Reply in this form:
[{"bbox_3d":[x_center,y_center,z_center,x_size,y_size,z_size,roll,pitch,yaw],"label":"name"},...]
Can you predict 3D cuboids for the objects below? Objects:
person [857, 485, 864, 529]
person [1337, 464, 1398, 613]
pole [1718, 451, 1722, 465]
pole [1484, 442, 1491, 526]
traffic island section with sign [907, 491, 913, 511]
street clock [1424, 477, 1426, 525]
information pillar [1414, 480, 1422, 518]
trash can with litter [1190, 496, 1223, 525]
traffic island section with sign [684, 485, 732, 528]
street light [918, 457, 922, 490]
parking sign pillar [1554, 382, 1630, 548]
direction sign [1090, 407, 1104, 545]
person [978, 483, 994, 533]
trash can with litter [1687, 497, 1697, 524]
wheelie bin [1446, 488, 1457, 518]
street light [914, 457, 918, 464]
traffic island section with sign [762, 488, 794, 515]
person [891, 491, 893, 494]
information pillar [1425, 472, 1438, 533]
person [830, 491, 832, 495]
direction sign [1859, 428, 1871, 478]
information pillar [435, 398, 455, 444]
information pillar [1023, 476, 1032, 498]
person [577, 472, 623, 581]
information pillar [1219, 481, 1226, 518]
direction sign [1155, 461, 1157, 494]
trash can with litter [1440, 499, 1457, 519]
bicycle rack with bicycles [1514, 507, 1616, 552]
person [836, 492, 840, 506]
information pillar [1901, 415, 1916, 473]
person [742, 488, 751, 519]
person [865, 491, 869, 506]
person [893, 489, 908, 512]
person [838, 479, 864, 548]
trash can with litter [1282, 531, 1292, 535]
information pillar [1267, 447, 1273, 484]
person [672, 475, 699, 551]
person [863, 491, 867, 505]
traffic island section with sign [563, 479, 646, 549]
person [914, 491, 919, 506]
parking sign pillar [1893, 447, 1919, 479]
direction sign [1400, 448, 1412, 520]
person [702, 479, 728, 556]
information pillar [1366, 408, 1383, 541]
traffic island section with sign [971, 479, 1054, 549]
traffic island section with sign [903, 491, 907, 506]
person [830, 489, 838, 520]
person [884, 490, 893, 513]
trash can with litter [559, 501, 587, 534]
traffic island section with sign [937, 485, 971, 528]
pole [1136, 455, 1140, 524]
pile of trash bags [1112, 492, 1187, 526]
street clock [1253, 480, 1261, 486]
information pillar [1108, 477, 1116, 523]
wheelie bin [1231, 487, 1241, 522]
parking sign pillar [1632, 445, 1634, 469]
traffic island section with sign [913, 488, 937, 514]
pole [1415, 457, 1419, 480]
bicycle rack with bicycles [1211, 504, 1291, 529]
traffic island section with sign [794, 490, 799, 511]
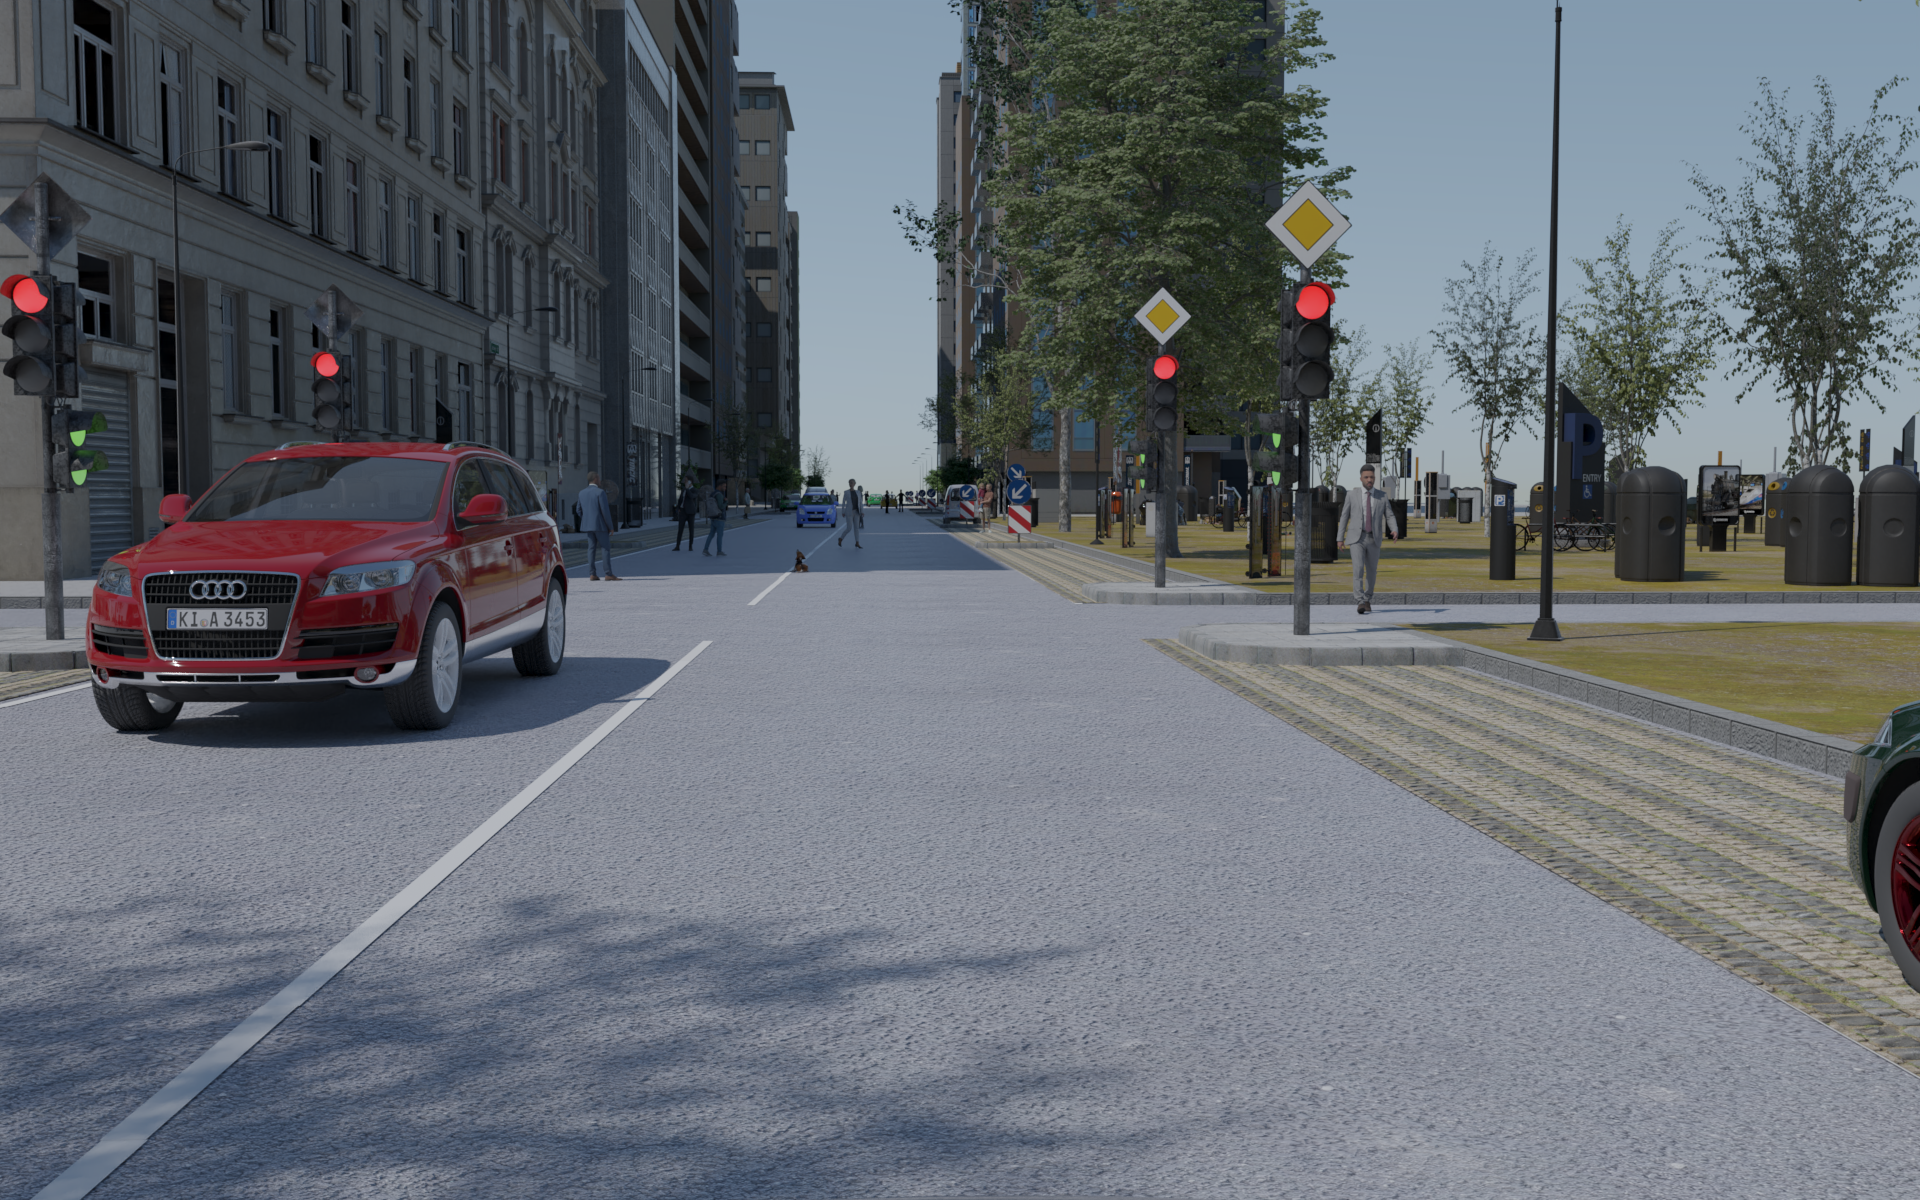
[{"bbox_3d":[-4.248,-3.882,72.148,0.526,1.800,0.537,1,4,21],"label":"person"},{"bbox_3d":[4.904,-0.740,20.878,0.678,1.792,0.850,0,4,5],"label":"person"},{"bbox_3d":[35.890,-5.384,81.866,0.158,3.312,0.155,0,3,0],"label":"pole"},{"bbox_3d":[20.865,-4.565,68.480,0.158,3.312,0.155,0,3,0],"label":"pole"},{"bbox_3d":[-3.406,-8.685,150.621,1.989,1.847,2.006,0,4,-3],"label":"traffic island section with sign"},{"bbox_3d":[19.498,-4.137,72.206,0.358,2.002,0.471,0,4,-1],"label":"street clock"},{"bbox_3d":[24.167,-5.319,91.465,0.304,2.012,0.304,0,4,-8],"label":"information pillar"},{"bbox_3d":[10.697,-3.797,73.139,1.678,1.210,2.233,-1,4,-14],"label":"trash can with litter"},{"bbox_3d":[-10.654,-3.941,73.062,1.989,1.847,2.006,0,4,-3],"label":"traffic island section with sign"},{"bbox_3d":[-3.755,-13.763,197.566,1.470,5.913,1.316,0,4,-3],"label":"street light"},{"bbox_3d":[15.046,-3.272,41.968,1.447,3.967,1.447,-2,4,-33],"label":"parking sign pillar"},{"bbox_3d":[3.485,-3.178,43.955,0.379,3.537,0.876,1,4,11],"label":"direction sign"},{"bbox_3d":[0.922,-3.391,63.911,0.580,1.828,0.573,-1,4,-15],"label":"person"},{"bbox_3d":[31.205,-3.822,73.871,0.624,1.170,1.055,3,5,39],"label":"trash can with litter"},{"bbox_3d":[26.683,-5.265,93.994,0.693,1.594,0.980,0,4,4],"label":"wheelie bin"},{"bbox_3d":[-4.736,-15.017,218.075,1.470,5.913,1.316,0,4,-3],"label":"street light"},{"bbox_3d":[-12.900,-6.912,121.639,1.989,1.847,2.006,0,4,-3],"label":"traffic island section with sign"},{"bbox_3d":[-9.463,-14.255,241.576,0.705,1.824,1.348,-1,4,-20],"label":"person"},{"bbox_3d":[15.445,-3.196,56.744,0.304,2.012,0.304,-1,4,-11],"label":"information pillar"},{"bbox_3d":[-14.470,-11.358,194.290,0.705,1.812,1.348,1,4,14],"label":"person"},{"bbox_3d":[31.442,-4.174,60.246,0.379,3.537,0.876,0,4,7],"label":"direction sign"},{"bbox_3d":[-12.516,-3.105,42.125,0.504,3.616,0.183,1,4,20],"label":"information pillar"},{"bbox_3d":[2.788,-4.124,71.912,0.304,2.012,0.304,-1,4,-19],"label":"information pillar"},{"bbox_3d":[-5.987,-1.218,28.595,0.721,1.800,0.419,1,4,20],"label":"person"},{"bbox_3d":[14.309,-5.504,94.478,0.304,2.012,0.304,2,4,34],"label":"information pillar"},{"bbox_3d":[10.442,-6.115,91.980,0.379,3.537,0.876,0,4,-2],"label":"direction sign"},{"bbox_3d":[25.458,-4.821,89.887,2.233,1.210,1.678,2,4,30],"label":"trash can with litter"},{"bbox_3d":[14.043,-1.574,39.113,2.925,0.926,2.852,3,4,36],"label":"bicycle rack with bicycles"},{"bbox_3d":[-14.886,-12.397,211.993,0.742,1.727,0.445,1,4,23],"label":"person"},{"bbox_3d":[28.060,-3.666,51.288,0.504,3.616,0.183,-2,4,-27],"label":"information pillar"},{"bbox_3d":[-11.966,-5.387,97.070,0.515,1.767,0.782,0,4,-3],"label":"person"},{"bbox_3d":[-10.755,-11.837,202.172,0.705,1.807,1.348,-2,4,-30],"label":"person"},{"bbox_3d":[-4.715,-7.919,138.003,1.348,1.821,0.705,2,4,26],"label":"person"},{"bbox_3d":[-2.888,-2.289,45.803,0.818,1.842,0.514,3,5,41],"label":"person"},{"bbox_3d":[9.809,-2.633,54.107,1.678,1.210,2.233,1,4,14],"label":"trash can with litter"},{"bbox_3d":[15.320,-5.738,85.164,0.504,3.616,0.183,3,5,42],"label":"information pillar"},{"bbox_3d":[-6.906,-2.191,43.691,0.648,1.900,0.474,1,4,16],"label":"person"},{"bbox_3d":[-12.096,-13.115,222.915,1.348,1.826,0.705,-2,4,-34],"label":"person"},{"bbox_3d":[-9.427,-2.294,46.134,1.989,1.847,2.006,0,4,-3],"label":"traffic island section with sign"},{"bbox_3d":[-5.098,-11.896,202.863,0.599,1.838,0.709,3,5,39],"label":"person"},{"bbox_3d":[53.634,-6.713,98.223,1.447,3.967,1.447,0,4,4],"label":"parking sign pillar"},{"bbox_3d":[21.774,-5.667,84.658,0.876,3.537,0.379,-3,4,-38],"label":"direction sign"},{"bbox_3d":[-5.569,-1.893,39.803,0.623,1.781,0.721,3,5,44],"label":"person"},{"bbox_3d":[11.263,-3.410,47.112,0.183,3.616,0.504,-3,5,-42],"label":"information pillar"},{"bbox_3d":[1.410,-2.290,46.076,1.989,1.847,2.006,0,4,-3],"label":"traffic island section with sign"},{"bbox_3d":[-5.954,-12.081,206.154,1.989,1.847,2.006,0,4,-3],"label":"traffic island section with sign"},{"bbox_3d":[-6.952,-5.210,94.693,0.512,1.701,0.522,-1,4,-22],"label":"person"},{"bbox_3d":[-5.341,-7.309,128.721,0.721,1.735,1.217,-2,4,-30],"label":"person"},{"bbox_3d":[-12.527,-2.764,56.575,0.624,1.170,1.055,3,4,38],"label":"trash can with litter"},{"bbox_3d":[0.149,-3.959,73.361,1.989,1.847,2.006,0,4,-3],"label":"traffic island section with sign"},{"bbox_3d":[7.619,-4.904,74.028,0.158,3.312,0.155,0,3,0],"label":"pole"},{"bbox_3d":[7.739,-3.772,71.429,3.447,1.369,1.912,2,4,26],"label":"pile of trash bags"},{"bbox_3d":[15.442,-5.258,90.542,0.471,2.002,0.358,3,5,41],"label":"street clock"},{"bbox_3d":[6.686,-4.377,76.057,0.304,2.012,0.304,0,4,-7],"label":"information pillar"},{"bbox_3d":[12.590,-4.407,79.967,0.693,1.594,0.980,1,4,18],"label":"wheelie bin"},{"bbox_3d":[36.309,-6.524,95.141,1.447,3.967,1.447,1,4,22],"label":"parking sign pillar"},{"bbox_3d":[-2.164,-7.032,123.596,1.989,1.847,2.006,0,4,-3],"label":"traffic island section with sign"},{"bbox_3d":[25.112,-6.199,95.203,0.158,3.312,0.155,0,3,0],"label":"pole"},{"bbox_3d":[11.001,-3.171,65.230,2.925,0.926,2.852,1,4,12],"label":"bicycle rack with bicycles"},{"bbox_3d":[-14.165,-8.595,149.161,1.989,1.847,2.006,0,4,-3],"label":"traffic island section with sign"}]
